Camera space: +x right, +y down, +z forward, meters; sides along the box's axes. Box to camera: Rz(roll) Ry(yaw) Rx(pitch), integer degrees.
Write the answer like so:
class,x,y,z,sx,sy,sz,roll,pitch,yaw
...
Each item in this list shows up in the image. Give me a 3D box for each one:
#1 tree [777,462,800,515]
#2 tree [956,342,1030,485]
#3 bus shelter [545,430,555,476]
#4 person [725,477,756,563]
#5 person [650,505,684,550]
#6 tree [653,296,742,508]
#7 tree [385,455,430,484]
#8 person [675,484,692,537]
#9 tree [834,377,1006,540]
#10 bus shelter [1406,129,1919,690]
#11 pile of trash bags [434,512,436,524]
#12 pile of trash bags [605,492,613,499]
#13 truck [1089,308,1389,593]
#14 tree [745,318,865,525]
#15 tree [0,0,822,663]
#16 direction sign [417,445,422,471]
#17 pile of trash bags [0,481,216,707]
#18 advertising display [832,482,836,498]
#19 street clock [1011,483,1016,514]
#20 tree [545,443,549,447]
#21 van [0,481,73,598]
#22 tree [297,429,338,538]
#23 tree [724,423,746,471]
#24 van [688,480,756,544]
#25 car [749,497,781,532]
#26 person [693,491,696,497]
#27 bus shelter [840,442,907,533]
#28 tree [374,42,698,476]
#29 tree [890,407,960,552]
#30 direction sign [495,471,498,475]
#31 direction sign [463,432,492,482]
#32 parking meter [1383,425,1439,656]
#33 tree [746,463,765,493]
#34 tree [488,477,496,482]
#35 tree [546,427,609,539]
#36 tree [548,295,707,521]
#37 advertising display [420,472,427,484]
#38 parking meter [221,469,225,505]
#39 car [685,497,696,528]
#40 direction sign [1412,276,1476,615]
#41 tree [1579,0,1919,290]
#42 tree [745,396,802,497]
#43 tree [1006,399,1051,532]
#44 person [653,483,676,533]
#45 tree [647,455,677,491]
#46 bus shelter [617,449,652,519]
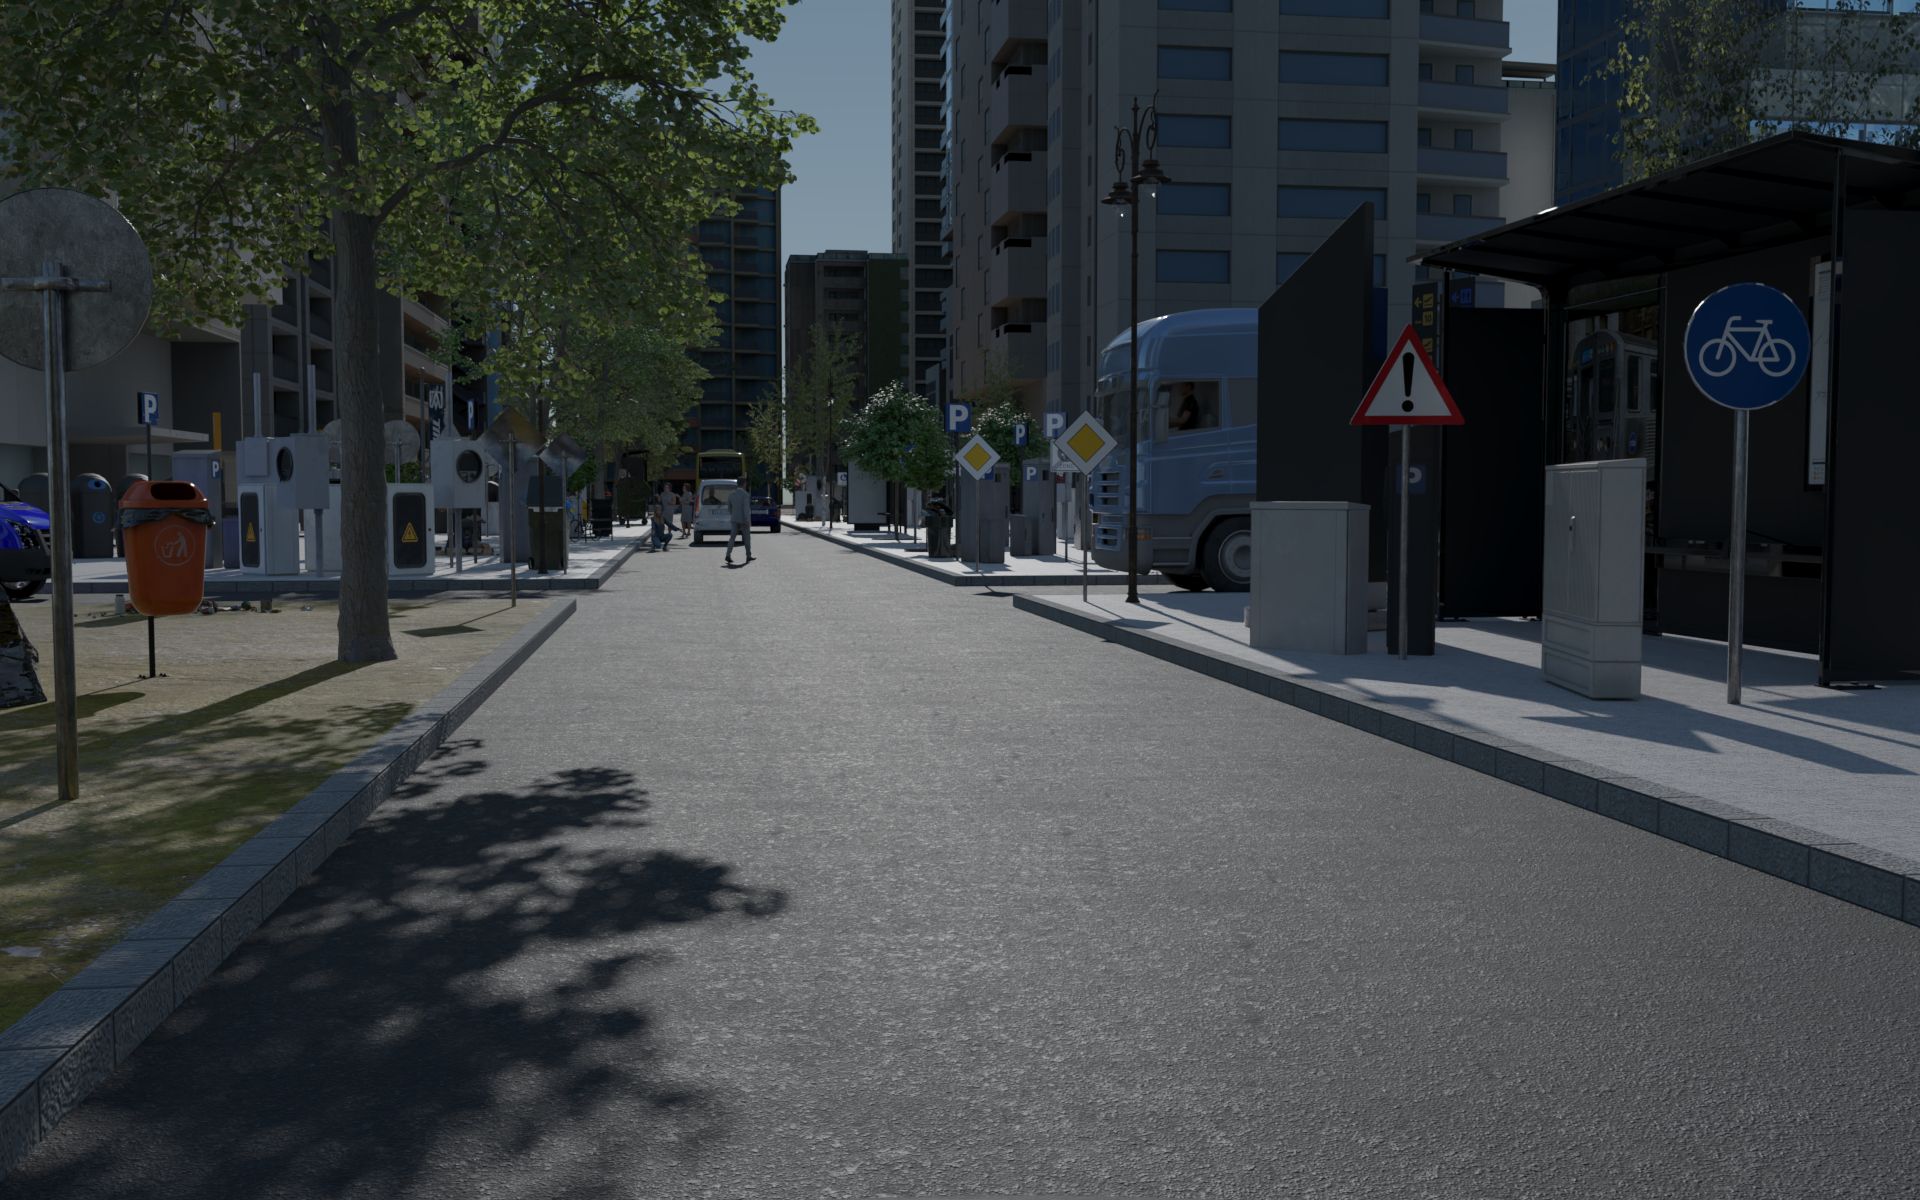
class,x,y,z,sx,sy,sz,roll,pitch,yaw
tree,-10.059,-6.773,105.341,1.663,3.219,1.824,0,3,0
tree,1.566,-8.121,83.139,4.737,8.622,4.395,0,3,0
bus shelter,-16.252,-4.557,65.788,1.731,3.624,6.357,-1,4,-9
person,-4.626,-1.684,36.313,0.678,1.792,0.850,2,4,31
person,-7.499,-1.833,43.973,1.012,1.151,0.738,-2,4,-33
tree,-26.614,-18.413,156.937,12.611,20.169,13.585,0,3,0
tree,-16.882,-3.556,52.742,1.663,3.219,1.824,0,3,0
person,-9.183,-2.970,57.418,0.532,1.782,0.716,-2,4,-34
tree,-1.694,-3.960,48.464,4.285,4.588,4.351,0,3,0
bus shelter,5.748,-1.415,14.414,1.731,3.624,6.357,-1,4,-9
pile of trash bags,-12.856,-1.806,39.280,1.912,1.369,3.447,-2,4,-26
pile of trash bags,-18.469,-4.530,83.825,3.447,1.369,1.912,1,4,10
truck,10.610,-2.201,25.738,18.799,4.110,2.967,-1,4,-10
tree,-5.834,-7.449,72.149,4.737,8.622,4.395,0,3,0
tree,-5.047,-5.808,13.082,7.486,12.596,7.792,0,3,0
direction sign,-25.075,-5.411,80.461,0.379,3.537,0.876,-2,4,-30
pile of trash bags,-6.422,-0.069,10.885,1.912,1.369,3.447,3,5,42
advertising display,-6.664,-5.295,91.793,0.123,1.923,0.974,0,3,0
street clock,3.016,-5.708,97.890,0.358,2.002,0.471,0,4,6
tree,-23.827,-6.874,96.108,4.285,4.588,4.351,0,3,0
van,-14.726,-1.139,23.012,5.245,2.365,2.240,0,4,-7
tree,-19.582,-3.470,51.334,1.663,3.219,1.824,0,3,0
tree,-20.797,-13.422,169.817,4.737,8.622,4.395,0,3,0
van,-7.082,-2.725,51.557,2.013,2.044,4.112,0,4,-7
car,-7.762,-3.261,65.903,1.945,1.354,3.894,-1,4,-10
person,-24.100,-9.104,158.019,0.621,1.740,0.551,3,5,40
bus shelter,-2.844,-3.956,58.610,2.014,3.302,5.546,-1,4,-9
tree,-9.859,-7.013,40.419,9.928,11.665,9.643,0,3,0
tree,-0.801,-2.693,38.636,1.663,3.219,1.824,0,3,0
direction sign,-19.464,-4.889,71.937,0.876,3.537,0.379,-1,4,-16
direction sign,-17.754,-4.378,63.585,0.876,3.537,0.379,-1,4,-16
parking meter,3.598,-0.497,13.844,0.399,1.863,0.255,1,4,22
tree,-21.536,-11.704,175.070,4.285,4.588,4.351,0,3,0
tree,-20.684,-4.859,74.042,1.663,3.219,1.824,0,3,0
tree,-11.170,-3.390,50.033,1.663,3.219,1.824,0,3,0
tree,-15.902,-8.949,80.723,7.601,10.594,8.767,1,4,17
advertising display,-15.617,-2.768,50.471,0.123,1.923,0.974,-1,4,-12
parking meter,-14.565,-1.716,33.774,0.255,1.863,0.399,2,4,35
car,-10.979,-3.785,74.468,1.945,1.354,3.894,-1,4,-10
direction sign,5.129,-1.620,18.488,0.379,3.537,0.876,-2,4,-30
tree,8.818,-4.215,19.284,4.360,8.622,3.978,0,3,0
tree,-14.162,-10.965,129.641,4.360,8.622,3.978,0,3,0
tree,1.643,-4.650,59.737,4.285,4.588,4.351,0,3,0
person,-9.151,-2.728,53.458,0.716,1.782,0.532,1,4,13
tree,-28.757,-13.326,168.237,4.360,8.622,3.978,0,3,0
bus shelter,-17.006,-6.097,90.975,1.731,3.624,6.357,-1,4,-9
